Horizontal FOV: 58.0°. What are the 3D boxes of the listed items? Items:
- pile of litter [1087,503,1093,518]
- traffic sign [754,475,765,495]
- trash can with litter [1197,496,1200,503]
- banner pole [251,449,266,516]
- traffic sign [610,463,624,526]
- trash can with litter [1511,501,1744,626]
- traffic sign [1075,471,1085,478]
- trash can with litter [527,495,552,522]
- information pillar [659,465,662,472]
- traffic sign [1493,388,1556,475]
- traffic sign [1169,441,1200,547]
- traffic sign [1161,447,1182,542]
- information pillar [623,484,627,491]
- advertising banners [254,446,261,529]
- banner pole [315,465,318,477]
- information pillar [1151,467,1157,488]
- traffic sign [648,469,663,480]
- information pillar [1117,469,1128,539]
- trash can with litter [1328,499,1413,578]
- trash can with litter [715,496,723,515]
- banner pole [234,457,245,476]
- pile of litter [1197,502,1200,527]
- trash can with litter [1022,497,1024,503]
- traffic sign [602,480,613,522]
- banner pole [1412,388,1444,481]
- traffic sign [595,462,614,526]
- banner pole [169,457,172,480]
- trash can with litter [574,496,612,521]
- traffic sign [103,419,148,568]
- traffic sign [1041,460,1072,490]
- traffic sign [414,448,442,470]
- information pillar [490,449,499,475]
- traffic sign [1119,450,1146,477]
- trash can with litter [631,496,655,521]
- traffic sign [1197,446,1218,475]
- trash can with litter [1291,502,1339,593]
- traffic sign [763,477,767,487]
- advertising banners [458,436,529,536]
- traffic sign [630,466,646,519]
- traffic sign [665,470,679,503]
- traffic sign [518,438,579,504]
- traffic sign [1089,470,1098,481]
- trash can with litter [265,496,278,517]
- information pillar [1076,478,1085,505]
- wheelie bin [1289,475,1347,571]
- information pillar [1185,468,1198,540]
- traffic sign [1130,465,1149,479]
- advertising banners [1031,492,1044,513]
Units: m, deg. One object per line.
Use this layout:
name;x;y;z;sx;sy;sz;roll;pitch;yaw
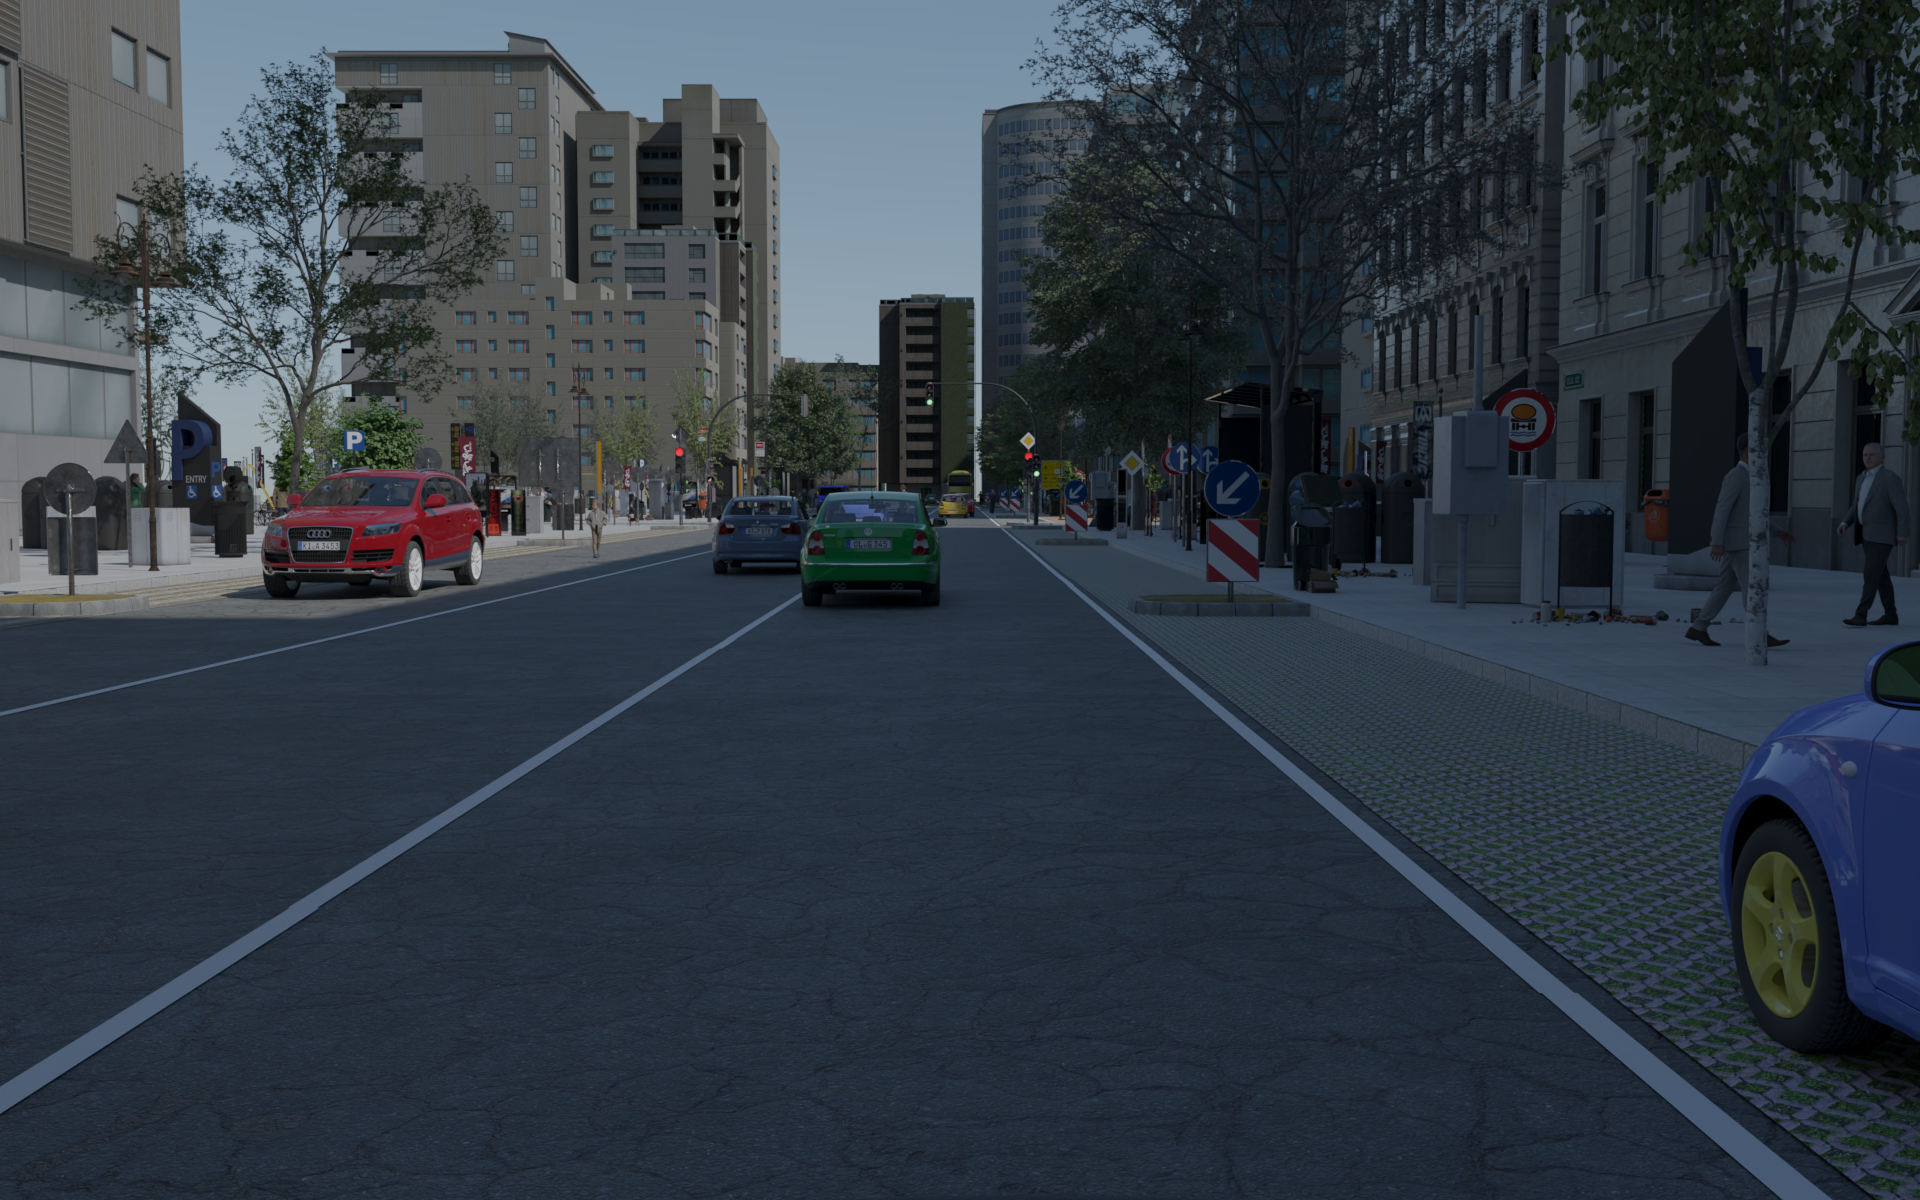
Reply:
pile of litter;7.087;-4.813;92.665;1.176;0.858;1.719;1;4;23
traffic sign;-13.720;-7.227;118.264;0.768;2.556;0.104;0;4;5
trash can with litter;16.227;-6.633;119.840;0.624;1.170;1.055;-2;4;-28
banner pole;-39.175;-6.517;96.566;0.863;3.779;0.401;-3;4;-37
traffic sign;-14.103;-4.313;70.623;0.768;2.556;0.104;0;4;1
trash can with litter;6.680;-0.383;17.327;2.233;1.210;1.678;1;4;16
traffic sign;6.404;-5.740;93.951;0.768;2.556;0.104;1;4;8
trash can with litter;-19.032;-4.107;78.529;1.055;1.170;0.624;0;4;-7
information pillar;-24.443;-9.177;141.391;0.183;3.616;0.504;-1;4;-23
traffic sign;6.774;-1.273;20.913;0.768;2.556;0.104;0;4;3
traffic sign;5.444;-2.565;42.050;0.768;2.556;0.104;0;4;7
traffic sign;5.735;-2.812;46.075;0.768;2.556;0.104;0;4;6
information pillar;-23.393;-7.125;120.984;0.304;2.012;0.304;0;4;-8
advertising banners;-26.335;-4.156;64.140;2.074;3.025;0.090;3;5;42
banner pole;-51.177;-9.036;137.748;0.401;3.779;0.863;0;4;6
information pillar;16.261;-9.413;145.257;0.504;3.616;0.183;-2;4;-30
traffic sign;-15.407;-5.353;87.628;0.768;2.556;0.104;0;4;1
information pillar;4.669;-2.776;49.885;0.304;2.012;0.304;0;4;7
trash can with litter;6.461;-0.971;26.931;2.233;1.210;1.678;0;4;0
trash can with litter;-13.546;-5.303;98.097;1.055;1.170;0.624;-3;4;-39
banner pole;-47.977;-7.676;115.521;0.863;3.779;0.401;-2;4;-31
pile of litter;9.797;-3.324;68.318;1.176;0.858;1.719;0;4;2
trash can with litter;5.119;-7.177;128.731;1.055;1.170;0.624;-3;5;-45
traffic sign;-15.977;-4.689;78.797;0.606;2.300;0.079;0;4;7
banner pole;11.106;-3.116;40.969;0.863;3.779;0.401;1;4;9
traffic sign;-14.116;-4.204;68.840;0.768;2.556;0.104;0;4;4
banner pole;-53.428;-7.795;117.462;0.401;3.779;0.863;0;4;7
trash can with litter;-17.739;-4.380;82.673;2.233;1.210;1.678;-1;4;-16
traffic sign;-14.477;-1.844;30.154;0.884;2.594;0.081;0;4;3
traffic sign;6.040;-6.772;104.588;2.265;3.308;0.079;0;4;7
traffic sign;-14.560;-2.896;47.451;0.768;2.556;0.104;0;4;1
information pillar;-23.967;-5.986;89.226;0.504;3.616;0.183;1;4;19
traffic sign;5.158;-3.181;51.748;0.795;2.593;0.064;1;4;8
trash can with litter;-15.399;-4.446;84.073;1.055;1.170;0.624;-2;4;-31
traffic sign;6.615;-2.799;45.868;0.768;2.556;0.104;0;4;5
trash can with litter;4.746;-0.700;22.829;0.624;1.170;1.055;0;4;-7
traffic sign;-14.552;-7.959;130.243;0.768;2.556;0.104;0;4;1
advertising banners;-14.180;-3.454;52.657;2.074;3.025;0.090;-1;4;-20
traffic sign;-14.816;-4.865;79.645;0.768;2.556;0.104;0;4;8
traffic sign;-14.932;-5.483;89.751;0.768;2.556;0.104;0;4;5
traffic sign;-14.836;-4.199;62.523;2.265;3.308;0.079;0;4;4
traffic sign;7.171;-5.558;90.981;0.768;2.556;0.104;0;4;7
trash can with litter;-37.208;-5.076;94.385;0.624;1.170;1.055;1;4;9
information pillar;5.538;-4.581;79.397;0.304;2.012;0.304;2;4;34
wheelie bin;5.958;-1.288;28.974;0.980;1.594;0.693;-1;4;-10
information pillar;6.391;-2.668;48.113;0.304;2.012;0.304;3;4;38
traffic sign;7.174;-4.240;69.432;0.768;2.556;0.104;0;4;7
advertising banners;5.475;-7.402;117.214;0.090;3.025;2.074;-3;4;-36
